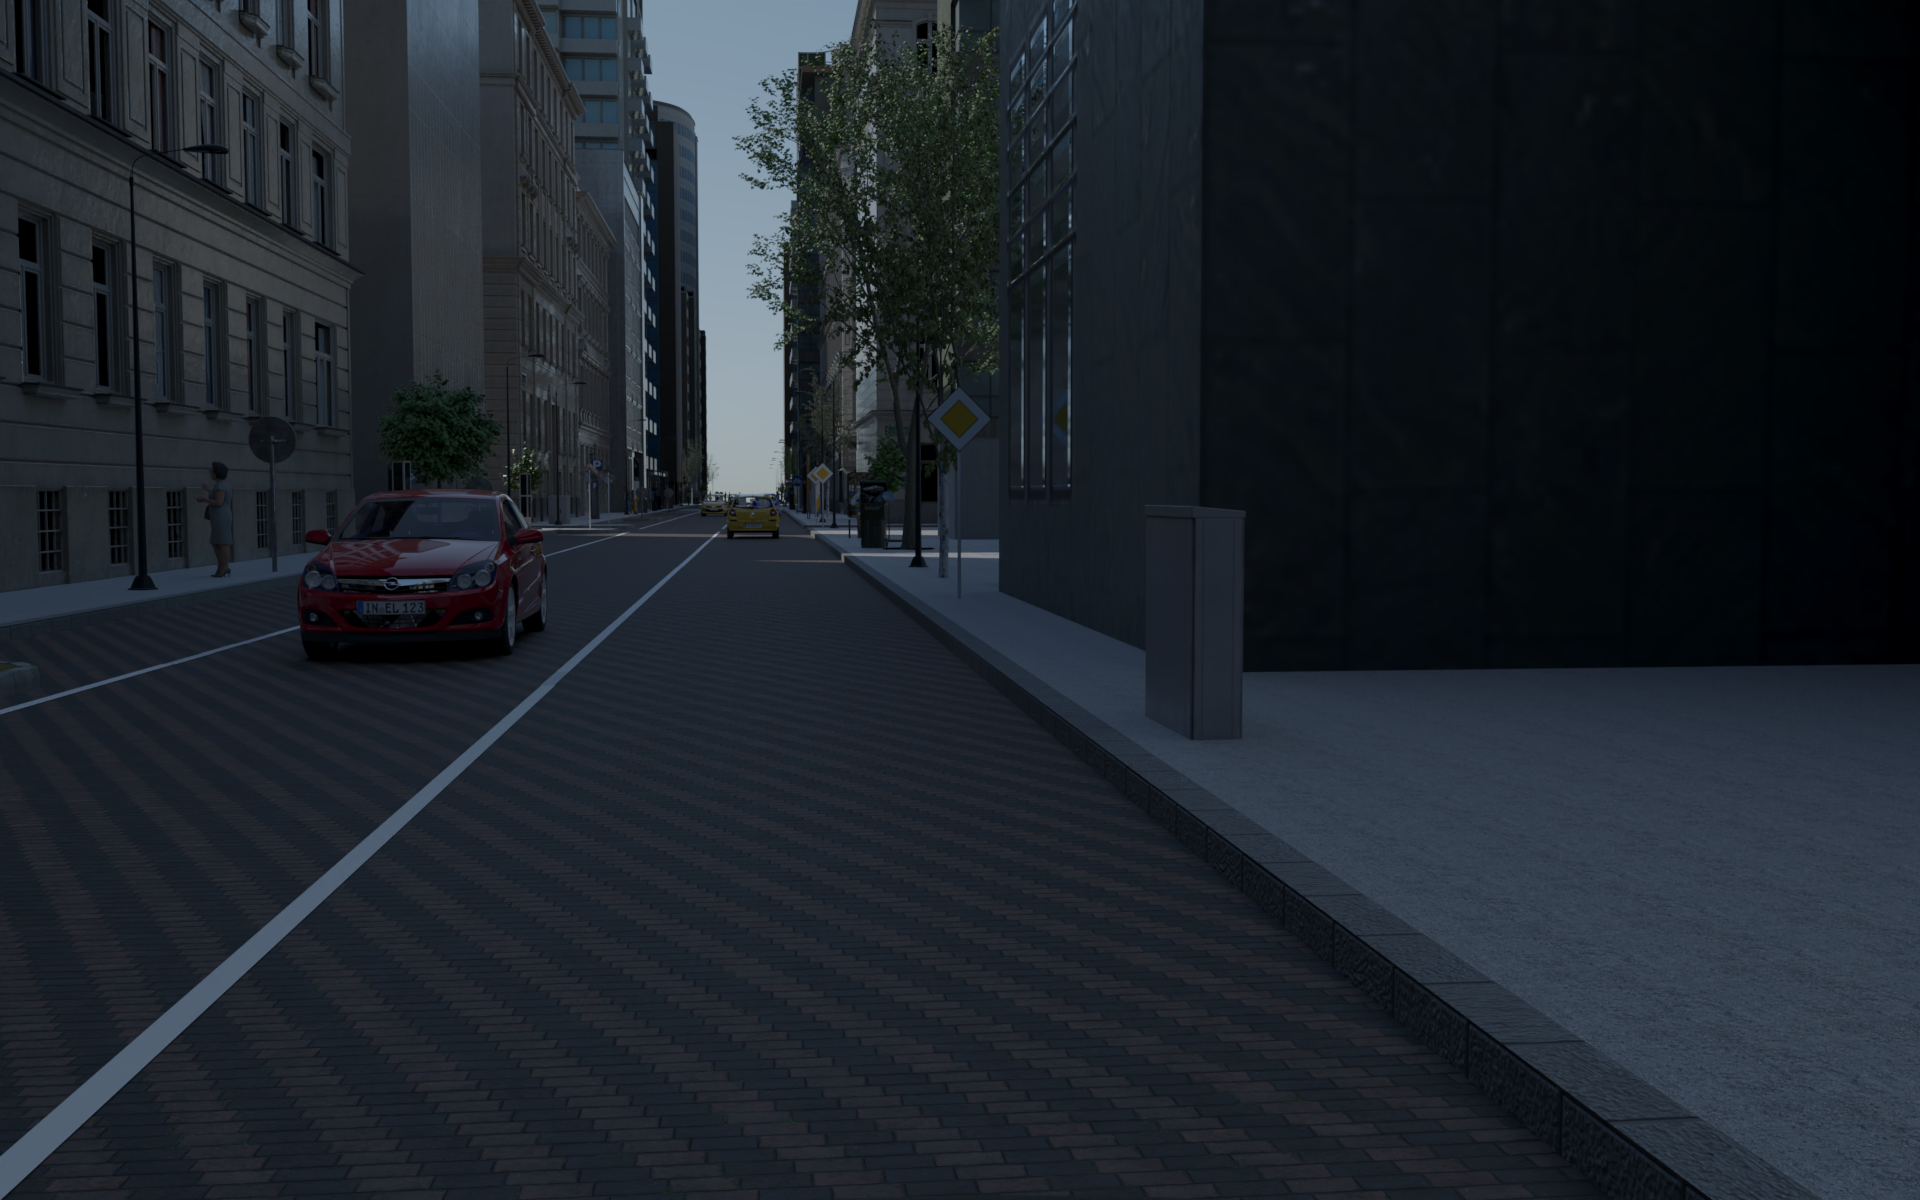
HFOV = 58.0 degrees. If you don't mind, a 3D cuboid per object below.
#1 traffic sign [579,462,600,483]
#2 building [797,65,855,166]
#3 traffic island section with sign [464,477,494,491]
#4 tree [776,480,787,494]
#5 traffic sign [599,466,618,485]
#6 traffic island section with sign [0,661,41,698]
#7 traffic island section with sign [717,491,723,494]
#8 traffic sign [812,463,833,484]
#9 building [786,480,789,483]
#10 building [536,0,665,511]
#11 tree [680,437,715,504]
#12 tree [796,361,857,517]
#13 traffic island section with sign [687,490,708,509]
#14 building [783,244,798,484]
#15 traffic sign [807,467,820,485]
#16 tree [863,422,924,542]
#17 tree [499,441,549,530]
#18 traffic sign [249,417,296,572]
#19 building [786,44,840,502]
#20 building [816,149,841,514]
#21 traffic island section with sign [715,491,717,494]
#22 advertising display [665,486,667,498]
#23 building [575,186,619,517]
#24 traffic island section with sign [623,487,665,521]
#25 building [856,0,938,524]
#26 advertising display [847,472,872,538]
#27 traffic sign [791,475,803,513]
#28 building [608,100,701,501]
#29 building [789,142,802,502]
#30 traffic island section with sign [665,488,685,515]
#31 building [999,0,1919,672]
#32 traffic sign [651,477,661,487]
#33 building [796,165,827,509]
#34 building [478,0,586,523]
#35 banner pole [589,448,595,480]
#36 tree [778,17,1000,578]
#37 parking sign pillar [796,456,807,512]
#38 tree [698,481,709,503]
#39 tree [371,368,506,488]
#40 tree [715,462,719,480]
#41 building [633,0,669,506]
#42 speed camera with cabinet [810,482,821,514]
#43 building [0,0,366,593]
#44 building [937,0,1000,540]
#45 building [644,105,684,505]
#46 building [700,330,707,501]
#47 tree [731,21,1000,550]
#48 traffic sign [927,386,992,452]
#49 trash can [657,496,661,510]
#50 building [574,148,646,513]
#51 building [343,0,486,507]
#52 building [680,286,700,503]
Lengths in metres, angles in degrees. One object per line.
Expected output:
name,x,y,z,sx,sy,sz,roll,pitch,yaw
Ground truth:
traffic sign,-13.643,-3.765,63.749,0.795,2.593,0.064,0,4,-7
building,-5.377,-31.983,177.552,22.147,44.769,28.867,0,4,-7
traffic island section with sign,-10.834,-1.857,38.998,1.989,1.847,2.006,0,4,-7
tree,-24.277,-14.867,237.670,1.663,3.219,1.824,0,3,0
traffic sign,-14.553,-4.250,71.682,0.795,2.593,0.064,0,4,-7
traffic island section with sign,-7.747,-0.220,12.219,1.989,1.847,2.006,0,4,-7
traffic island section with sign,-38.457,-16.581,279.733,1.989,1.847,2.006,0,4,-7
traffic sign,-5.102,-3.824,64.705,0.795,2.593,0.064,0,4,-7
building,-13.894,-38.940,256.284,23.786,49.044,30.456,0,4,-7
building,-39.874,-33.014,159.395,23.786,49.044,30.456,0,4,-7
tree,-34.414,-16.590,221.601,4.360,8.622,3.978,0,3,0
tree,-7.296,-8.893,95.767,4.360,8.622,3.978,0,3,0
traffic island section with sign,-25.997,-9.941,171.156,1.989,1.847,2.006,0,4,-7
building,-23.522,-39.706,299.301,14.600,45.320,14.200,0,4,-7
traffic sign,-6.012,-4.309,72.638,0.795,2.593,0.064,0,4,-7
tree,-1.784,-3.183,46.641,1.663,3.219,1.824,0,3,0
tree,-15.729,-4.173,62.832,1.663,3.219,1.824,0,3,0
traffic sign,-11.312,-1.738,28.515,0.768,2.556,0.104,0,4,-3
building,-18.141,-51.530,280.774,20.563,71.187,20.611,0,4,-7
building,-1.576,-21.408,126.431,17.030,29.872,44.131,0,4,-7
traffic island section with sign,-29.068,-11.579,197.936,1.989,1.847,2.006,0,4,-7
advertising display,-24.545,-8.529,144.668,0.123,1.923,0.974,0,4,-4
building,-27.655,-16.540,106.583,11.583,22.565,21.152,0,4,-7
traffic island section with sign,-17.029,-5.161,93.013,1.989,1.847,2.006,0,4,-7
building,16.836,-18.783,83.513,44.131,29.872,17.030,0,4,-7
advertising display,-2.815,-2.774,50.567,0.974,1.923,0.123,-1,4,-19
traffic sign,-10.946,-7.117,116.467,0.768,2.556,0.104,0,4,-2
building,-49.712,-43.693,256.386,21.231,58.520,28.212,0,4,-7
building,-8.025,-35.969,207.698,23.786,49.044,30.456,0,4,-7
traffic island section with sign,-20.144,-6.822,120.163,1.989,1.847,2.006,0,4,-7
building,13.363,-42.411,6.094,22.319,86.520,31.000,0,4,-7
traffic sign,-23.249,-8.103,132.590,0.768,2.556,0.104,0,4,2
building,-7.619,-23.477,155.557,14.160,30.474,14.107,0,4,-7
building,-25.469,-17.504,83.452,12.463,27.353,25.104,0,4,-7
banner pole,-19.832,-6.333,93.558,0.401,3.779,0.863,-3,4,-36
tree,-0.467,-4.642,26.255,4.737,8.622,4.395,0,3,0
parking sign pillar,-10.894,-8.197,122.493,1.447,3.967,1.447,-1,4,-10
tree,-37.480,-15.842,253.610,1.663,3.219,1.824,0,3,0
tree,-13.534,-3.746,44.955,4.285,4.588,4.351,0,3,0
tree,-44.500,-21.678,304.793,4.360,8.622,3.978,0,3,0
building,-42.027,-45.651,184.650,20.563,71.187,20.611,0,4,-7
speed camera with cabinet,-9.354,-7.234,112.611,0.660,3.252,2.038,0,4,-1
building,-20.289,-11.818,26.506,16.112,22.955,30.059,0,4,-7
building,6.049,-17.353,55.427,14.160,30.474,14.107,0,4,-7
building,-40.036,-33.829,203.220,14.600,45.320,14.200,0,4,-7
building,-50.121,-31.887,293.053,14.160,30.474,14.107,0,4,-7
tree,-1.230,-6.956,39.493,9.928,11.665,9.643,0,3,0
traffic sign,0.011,-1.313,21.204,0.795,2.593,0.064,0,4,-3
trash can,-24.004,-7.682,137.249,0.748,1.137,0.748,0,3,0
building,-30.102,-18.973,128.224,12.078,24.808,19.932,0,4,-7
building,-30.856,-14.317,53.150,30.058,24.678,14.314,0,4,-7
building,-43.342,-28.418,236.334,14.160,30.474,14.107,0,4,-7
